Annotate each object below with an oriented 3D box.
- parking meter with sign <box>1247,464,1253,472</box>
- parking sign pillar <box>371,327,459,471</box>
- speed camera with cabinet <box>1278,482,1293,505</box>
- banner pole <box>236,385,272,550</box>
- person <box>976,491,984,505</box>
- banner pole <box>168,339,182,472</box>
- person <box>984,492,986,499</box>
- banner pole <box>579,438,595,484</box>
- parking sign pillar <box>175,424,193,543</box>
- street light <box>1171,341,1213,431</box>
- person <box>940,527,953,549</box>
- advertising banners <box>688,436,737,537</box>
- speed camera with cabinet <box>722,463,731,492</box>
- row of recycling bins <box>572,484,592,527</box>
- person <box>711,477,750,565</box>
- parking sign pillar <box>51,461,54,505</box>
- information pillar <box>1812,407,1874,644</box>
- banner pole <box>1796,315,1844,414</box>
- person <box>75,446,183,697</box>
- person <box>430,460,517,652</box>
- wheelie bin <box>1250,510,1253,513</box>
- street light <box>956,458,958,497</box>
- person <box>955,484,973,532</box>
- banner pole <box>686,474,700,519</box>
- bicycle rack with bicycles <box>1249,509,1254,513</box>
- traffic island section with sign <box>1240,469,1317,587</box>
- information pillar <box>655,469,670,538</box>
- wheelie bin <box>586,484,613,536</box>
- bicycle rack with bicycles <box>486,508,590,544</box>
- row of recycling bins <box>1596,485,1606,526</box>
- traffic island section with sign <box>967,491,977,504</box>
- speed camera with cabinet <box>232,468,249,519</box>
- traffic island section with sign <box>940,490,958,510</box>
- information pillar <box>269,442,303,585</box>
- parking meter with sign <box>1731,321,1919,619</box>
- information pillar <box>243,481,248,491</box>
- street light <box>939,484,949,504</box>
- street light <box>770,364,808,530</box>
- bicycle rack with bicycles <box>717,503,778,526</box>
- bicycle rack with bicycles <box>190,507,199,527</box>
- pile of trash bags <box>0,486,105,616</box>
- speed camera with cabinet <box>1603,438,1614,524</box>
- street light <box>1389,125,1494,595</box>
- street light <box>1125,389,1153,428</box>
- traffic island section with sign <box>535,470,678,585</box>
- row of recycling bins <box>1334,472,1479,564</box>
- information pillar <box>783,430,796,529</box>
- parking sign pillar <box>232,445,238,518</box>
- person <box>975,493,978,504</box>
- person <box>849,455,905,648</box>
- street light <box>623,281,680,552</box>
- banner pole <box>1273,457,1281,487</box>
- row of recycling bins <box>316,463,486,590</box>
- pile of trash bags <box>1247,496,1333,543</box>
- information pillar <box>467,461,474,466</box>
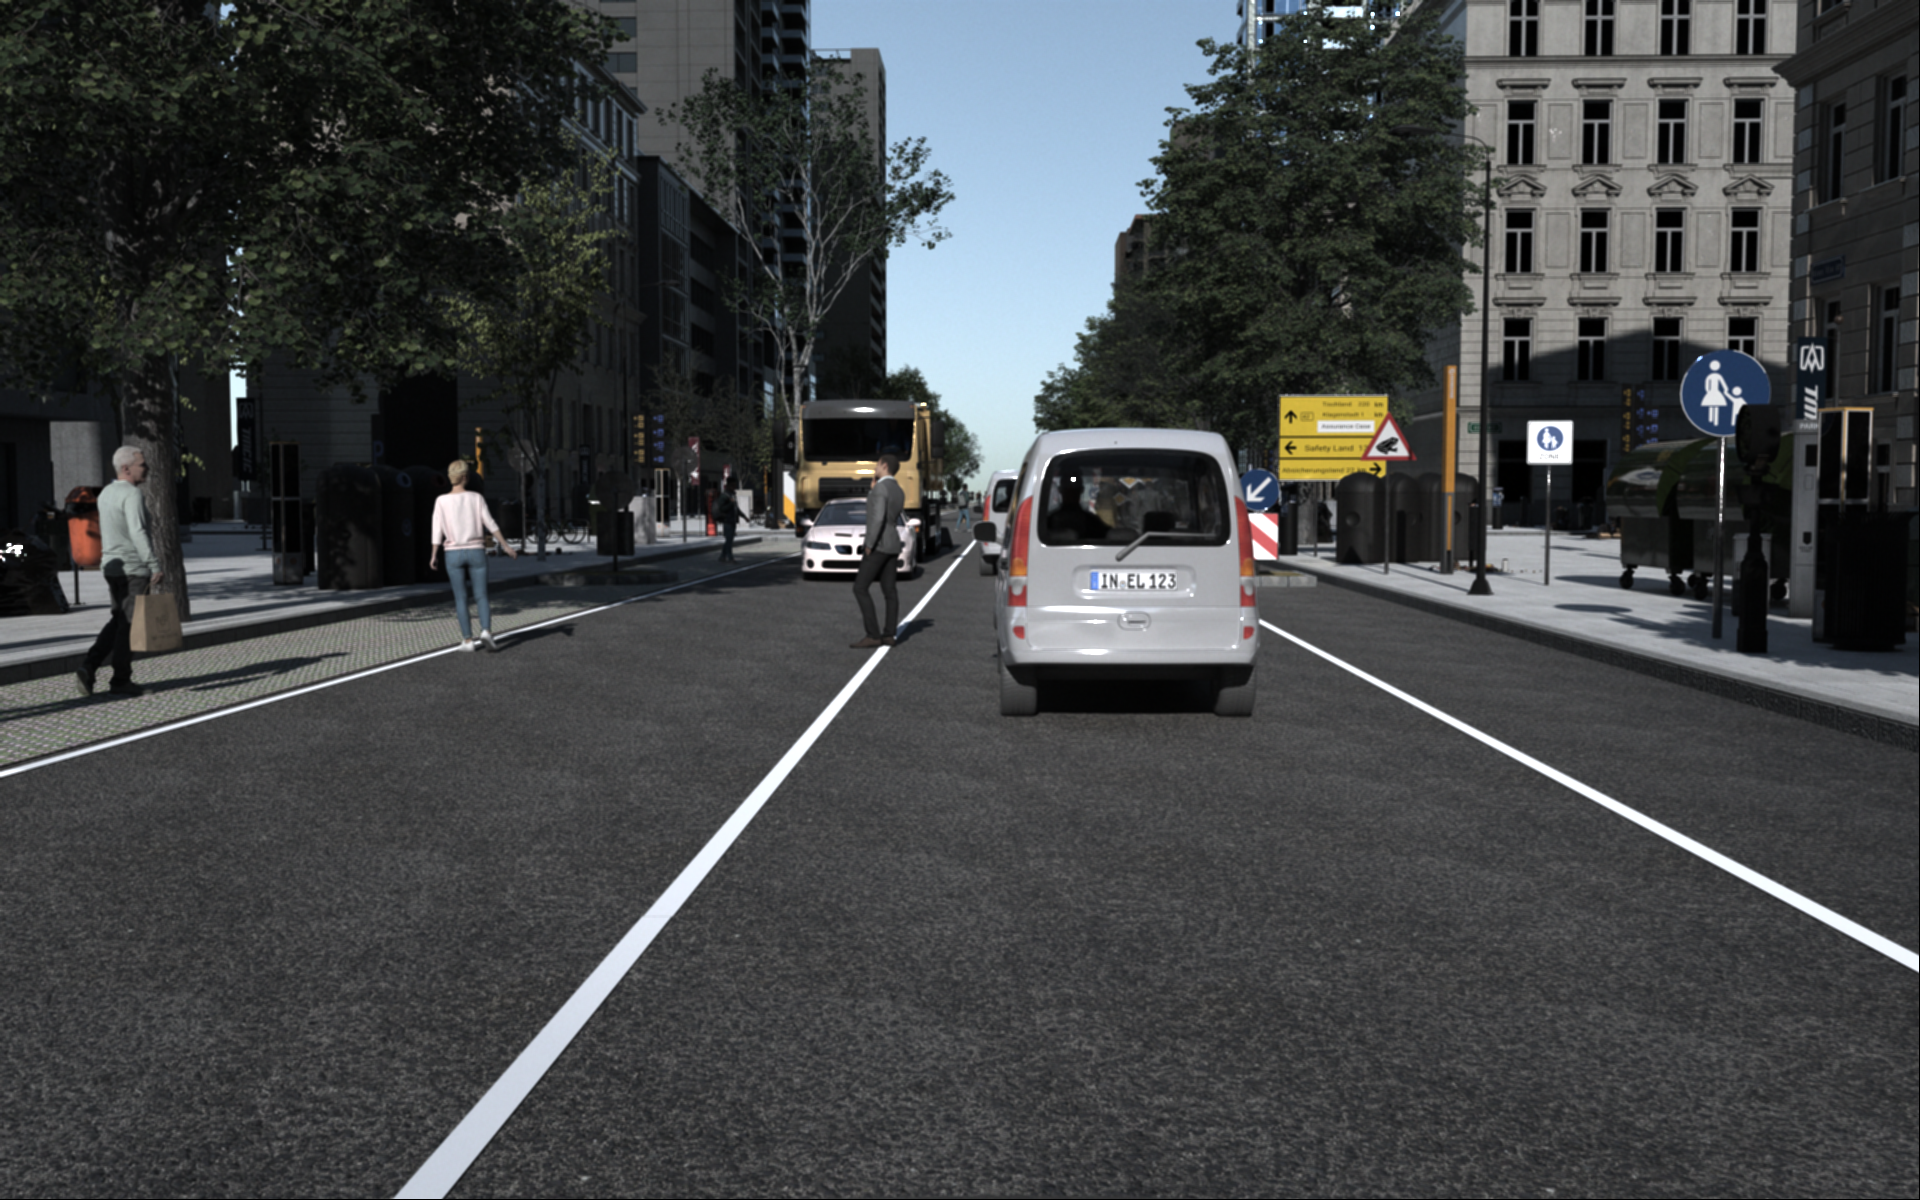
[{"bbox_3d":[17.265,-6.272,98.804,1.738,3.016,0.543,3,4,36],"label":"parking meter with sign"},{"bbox_3d":[-8.677,-2.393,27.600,1.447,3.967,1.447,3,5,42],"label":"parking sign pillar"},{"bbox_3d":[15.215,-5.354,81.877,2.038,3.252,0.660,-1,4,-12],"label":"speed camera with cabinet"},{"bbox_3d":[-16.113,-3.027,39.508,0.863,3.779,0.401,1,4,11],"label":"banner pole"},{"bbox_3d":[2.319,-11.906,203.180,1.348,1.822,0.705,-3,5,-43],"label":"person"},{"bbox_3d":[-10.957,-2.083,24.075,0.401,3.779,0.863,0,4,-6],"label":"banner pole"},{"bbox_3d":[2.895,-11.662,199.850,0.721,1.739,1.217,-2,4,-24],"label":"person"},{"bbox_3d":[-16.549,-5.333,77.209,0.863,3.779,0.401,-1,4,-12],"label":"banner pole"},{"bbox_3d":[-21.153,-3.508,45.834,1.447,3.967,1.447,3,5,43],"label":"parking sign pillar"},{"bbox_3d":[7.044,-4.876,52.270,1.470,5.913,1.316,0,4,2],"label":"street light"},{"bbox_3d":[-0.880,-2.253,45.558,0.699,1.804,1.509,-2,4,-35],"label":"person"},{"bbox_3d":[-7.464,-3.418,52.070,2.074,3.025,0.090,3,5,40],"label":"advertising banners"},{"bbox_3d":[-14.374,-7.055,109.686,0.660,3.252,2.038,1,4,21],"label":"speed camera with cabinet"},{"bbox_3d":[-15.122,-3.828,69.702,1.069,1.692,3.534,-1,4,-13],"label":"row of recycling bins"},{"bbox_3d":[-4.629,-1.588,34.809,0.721,1.781,0.623,0,4,5],"label":"person"},{"bbox_3d":[-57.576,-7.284,107.570,1.447,3.967,1.447,1,4,23],"label":"parking sign pillar"},{"bbox_3d":[7.563,-0.634,14.852,0.304,2.012,0.304,-1,4,-18],"label":"information pillar"},{"bbox_3d":[12.081,-2.099,24.334,0.863,3.779,0.401,-1,4,-9],"label":"banner pole"},{"bbox_3d":[-5.821,-0.190,12.098,0.782,1.767,0.515,3,5,40],"label":"person"},{"bbox_3d":[-4.381,-0.400,15.712,0.731,1.740,0.598,-2,4,-31],"label":"person"},{"bbox_3d":[17.680,-5.996,105.939,0.693,1.594,0.980,0,4,-7],"label":"wheelie bin"},{"bbox_3d":[-1.010,-15.174,220.632,1.470,5.913,1.316,0,4,2],"label":"street light"},{"bbox_3d":[0.147,-3.458,65.031,0.713,1.824,0.794,-1,4,-19],"label":"person"},{"bbox_3d":[-13.489,-5.985,87.865,0.863,3.779,0.401,0,4,-6],"label":"banner pole"},{"bbox_3d":[17.007,-4.753,91.097,2.852,0.926,2.925,-2,4,-32],"label":"bicycle rack with bicycles"},{"bbox_3d":[4.567,-1.170,27.757,1.989,1.847,2.006,0,4,2],"label":"traffic island section with sign"},{"bbox_3d":[-8.695,-2.824,50.663,0.304,2.012,0.304,3,5,40],"label":"information pillar"},{"bbox_3d":[-11.051,-2.779,53.341,0.980,1.594,0.693,1,4,14],"label":"wheelie bin"},{"bbox_3d":[-10.917,-1.948,45.240,2.925,0.926,2.852,2,4,27],"label":"bicycle rack with bicycles"},{"bbox_3d":[26.245,-3.716,67.868,1.069,1.692,3.534,-1,4,-19],"label":"row of recycling bins"},{"bbox_3d":[2.009,-15.999,270.216,1.989,1.847,2.006,0,4,2],"label":"traffic island section with sign"},{"bbox_3d":[-37.846,-5.906,90.905,0.660,3.252,2.038,-3,4,-36],"label":"speed camera with cabinet"},{"bbox_3d":[-1.458,-9.296,160.624,1.989,1.847,2.006,0,4,2],"label":"traffic island section with sign"},{"bbox_3d":[-9.499,-1.220,24.435,0.304,2.012,0.304,3,4,39],"label":"information pillar"},{"bbox_3d":[8.933,-1.319,17.828,1.738,3.016,0.543,2,4,27],"label":"parking meter with sign"},{"bbox_3d":[-49.292,-7.836,119.473,0.183,3.616,0.504,0,4,6],"label":"information pillar"},{"bbox_3d":[-1.795,-13.722,196.902,1.470,5.913,1.316,0,4,2],"label":"street light"},{"bbox_3d":[-6.129,-5.485,62.216,1.470,5.913,1.316,0,4,2],"label":"street light"},{"bbox_3d":[-8.807,-3.487,70.395,2.925,0.926,2.852,-2,4,-29],"label":"bicycle rack with bicycles"},{"bbox_3d":[-31.761,-3.351,68.172,2.925,0.926,2.852,3,5,40],"label":"bicycle rack with bicycles"},{"bbox_3d":[-10.422,-0.541,18.591,1.912,1.369,3.447,1,4,18],"label":"pile of trash bags"},{"bbox_3d":[22.883,-4.040,60.383,0.660,3.252,2.038,1,4,13],"label":"speed camera with cabinet"},{"bbox_3d":[6.110,-3.023,21.974,1.470,5.913,1.316,0,4,2],"label":"street light"},{"bbox_3d":[7.825,-6.289,75.358,1.470,5.913,1.316,0,4,2],"label":"street light"},{"bbox_3d":[-5.650,-1.188,28.047,1.989,1.847,2.006,0,4,2],"label":"traffic island section with sign"},{"bbox_3d":[8.561,-1.572,32.809,3.534,1.692,1.069,-2,4,-35],"label":"row of recycling bins"},{"bbox_3d":[-6.234,-4.410,63.464,0.504,3.616,0.183,2,4,26],"label":"information pillar"},{"bbox_3d":[-40.104,-6.525,95.163,1.447,3.967,1.447,0,4,2],"label":"parking sign pillar"},{"bbox_3d":[2.358,-14.624,249.073,0.593,1.643,0.415,1,4,14],"label":"person"},{"bbox_3d":[-0.767,-0.462,16.239,0.473,1.802,0.592,3,4,38],"label":"person"},{"bbox_3d":[-6.782,-3.995,37.858,1.470,5.913,1.316,0,4,2],"label":"street light"},{"bbox_3d":[18.949,-6.952,103.677,0.863,3.779,0.401,0,4,4],"label":"banner pole"},{"bbox_3d":[-7.967,-1.079,24.748,1.069,1.692,3.534,1,4,15],"label":"row of recycling bins"},{"bbox_3d":[9.601,-2.212,45.923,3.447,1.369,1.912,2,4,26],"label":"pile of trash bags"},{"bbox_3d":[-10.848,-2.059,38.164,0.304,2.012,0.304,-1,4,-13],"label":"information pillar"}]
